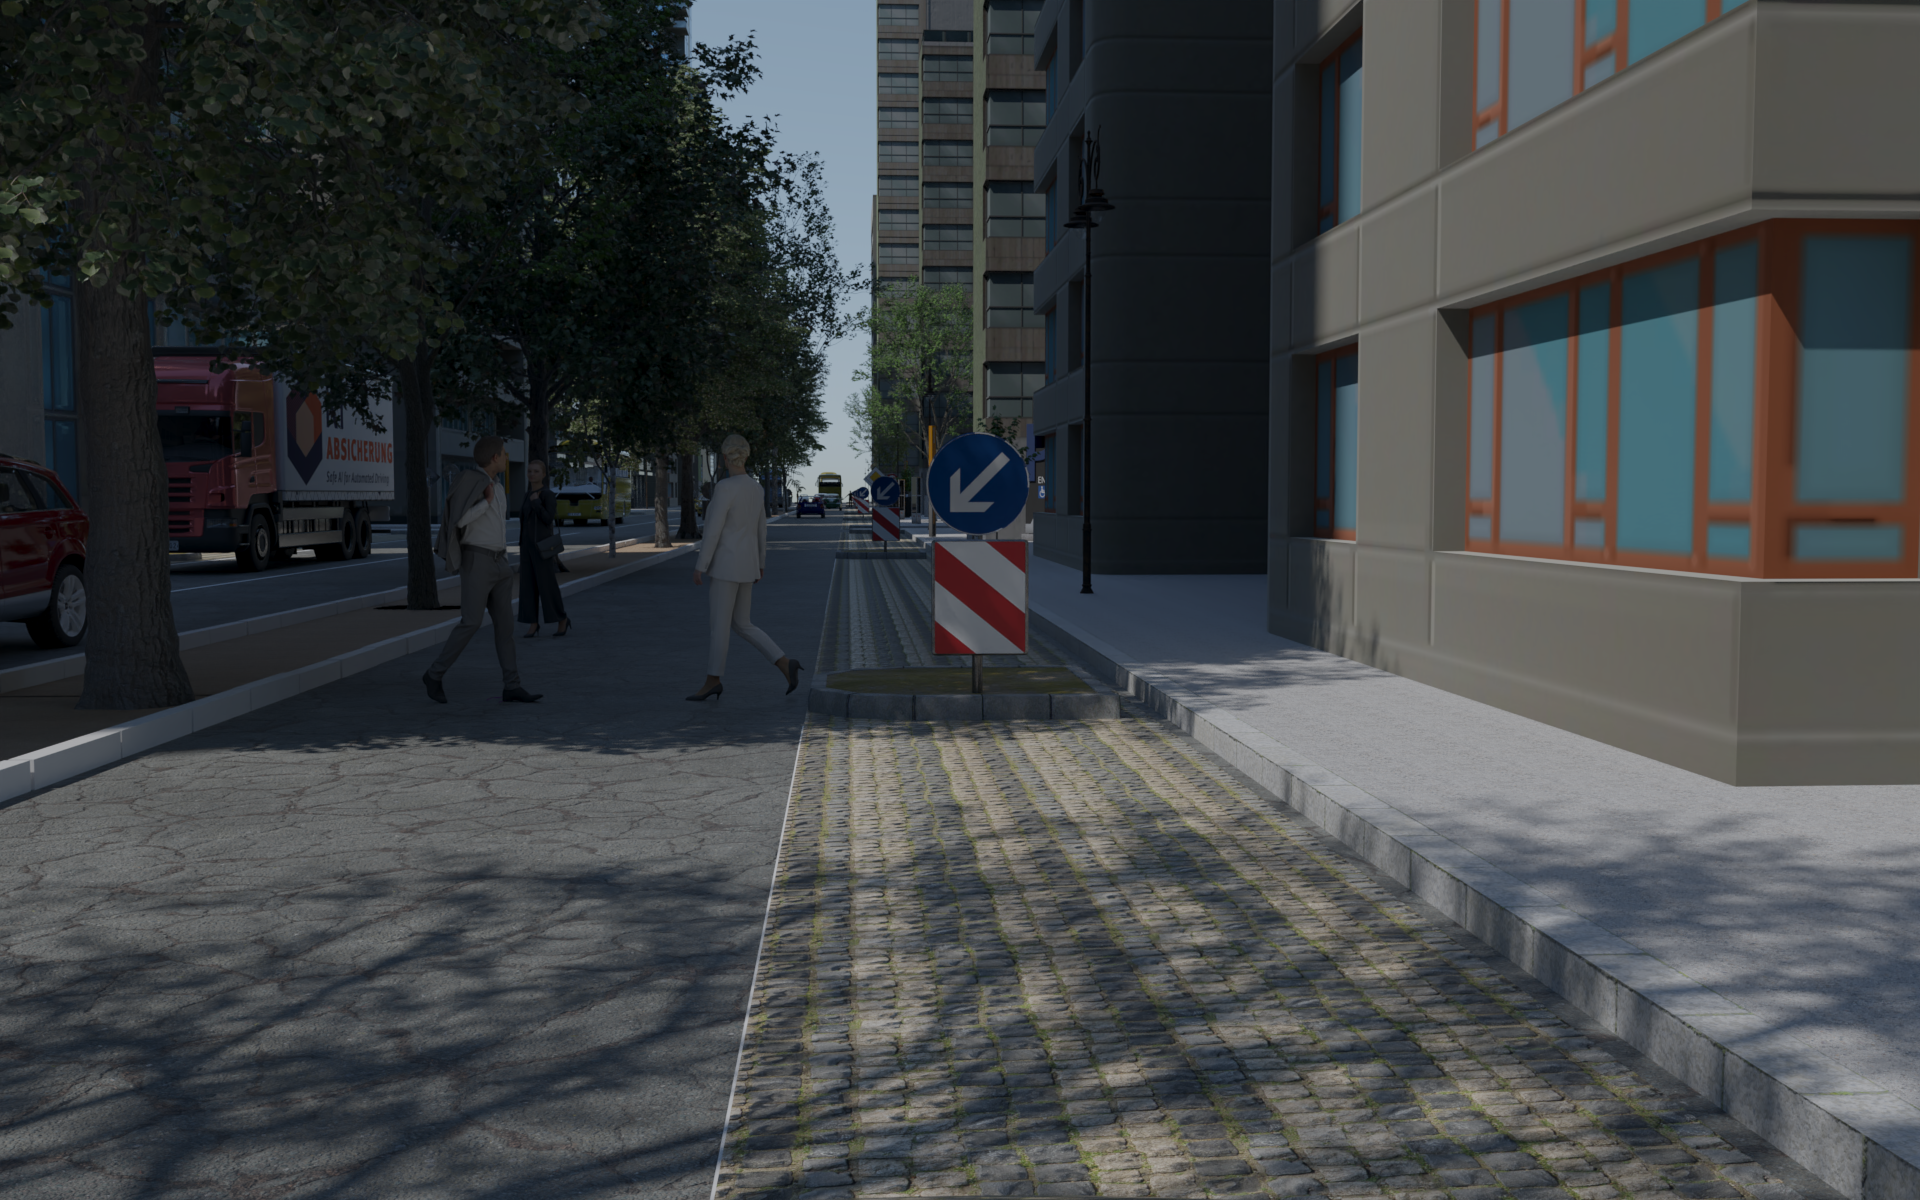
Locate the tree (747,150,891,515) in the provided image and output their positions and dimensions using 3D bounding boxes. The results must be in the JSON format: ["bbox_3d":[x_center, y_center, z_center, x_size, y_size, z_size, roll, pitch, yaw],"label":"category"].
[{"bbox_3d":[-10.323,-14.431,94.294,12.611,20.169,13.585,0,3,0],"label":"tree"}]

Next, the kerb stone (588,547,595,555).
[{"bbox_3d":[-8.728,-1.111,40.454,0.120,0.150,1.000,0,4,-4],"label":"kerb stone"}]

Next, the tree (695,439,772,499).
[{"bbox_3d":[-8.839,-6.672,61.901,4.360,8.622,3.978,0,3,0],"label":"tree"}]

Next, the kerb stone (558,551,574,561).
[{"bbox_3d":[-8.524,-0.928,37.383,0.120,0.150,1.000,0,4,-4],"label":"kerb stone"}]

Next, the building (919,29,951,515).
[{"bbox_3d":[4.282,-20.826,112.207,14.160,30.474,14.107,0,4,-4],"label":"building"}]

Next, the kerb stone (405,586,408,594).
[{"bbox_3d":[-7.665,-0.116,24.086,0.120,0.150,1.000,0,4,-4],"label":"kerb stone"}]

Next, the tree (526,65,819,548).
[{"bbox_3d":[-7.767,-7.623,45.221,7.486,12.596,7.792,0,3,0],"label":"tree"}]

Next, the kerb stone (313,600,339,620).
[{"bbox_3d":[-7.407,0.138,19.998,0.120,0.150,1.000,0,4,-4],"label":"kerb stone"}]

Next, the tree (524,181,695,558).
[{"bbox_3d":[-7.805,-5.246,38.595,4.737,8.622,4.395,0,3,0],"label":"tree"}]

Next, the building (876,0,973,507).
[{"bbox_3d":[0.398,-27.757,137.414,14.154,41.232,14.086,0,4,-4],"label":"building"}]

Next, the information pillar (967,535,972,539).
[{"bbox_3d":[0.367,-2.465,44.787,0.304,2.012,0.304,2,4,28],"label":"information pillar"}]

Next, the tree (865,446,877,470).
[{"bbox_3d":[-10.823,-17.356,234.131,4.360,8.622,3.978,0,3,0],"label":"tree"}]

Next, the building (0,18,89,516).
[{"bbox_3d":[-36.699,-26.181,47.663,30.456,49.044,23.786,0,4,-4],"label":"building"}]

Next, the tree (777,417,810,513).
[{"bbox_3d":[-14.433,-11.709,144.258,4.360,8.622,3.978,0,3,0],"label":"tree"}]

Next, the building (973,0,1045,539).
[{"bbox_3d":[7.280,-17.351,55.390,14.160,30.474,14.107,0,4,-4],"label":"building"}]

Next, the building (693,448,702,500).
[{"bbox_3d":[-39.310,-32.285,211.448,14.154,41.232,14.086,0,4,-4],"label":"building"}]

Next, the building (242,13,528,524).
[{"bbox_3d":[-33.393,-28.002,81.534,21.300,48.544,21.600,0,4,-4],"label":"building"}]

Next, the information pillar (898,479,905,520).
[{"bbox_3d":[-2.939,-5.046,86.996,0.304,2.012,0.304,0,4,-6],"label":"information pillar"}]

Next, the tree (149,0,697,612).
[{"bbox_3d":[-6.759,-5.686,21.182,9.928,11.665,9.643,0,3,0],"label":"tree"}]

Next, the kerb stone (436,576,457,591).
[{"bbox_3d":[-7.796,-0.238,26.132,0.120,0.150,1.000,0,4,-4],"label":"kerb stone"}]

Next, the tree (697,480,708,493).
[{"bbox_3d":[-30.558,-13.049,207.960,1.663,3.219,1.824,0,3,0],"label":"tree"}]

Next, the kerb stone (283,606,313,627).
[{"bbox_3d":[-7.335,0.198,18.979,0.120,0.150,1.000,0,4,-4],"label":"kerb stone"}]

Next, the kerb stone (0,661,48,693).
[{"bbox_3d":[-6.935,0.572,12.848,0.120,0.150,1.000,0,4,-4],"label":"kerb stone"}]

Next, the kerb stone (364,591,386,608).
[{"bbox_3d":[-7.529,0.014,22.041,0.120,0.150,1.000,0,4,-4],"label":"kerb stone"}]

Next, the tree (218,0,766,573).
[{"bbox_3d":[-7.606,-6.820,30.967,9.611,12.733,9.660,0,3,0],"label":"tree"}]

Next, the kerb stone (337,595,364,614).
[{"bbox_3d":[-7.464,0.072,21.019,0.120,0.150,1.000,0,4,-4],"label":"kerb stone"}]

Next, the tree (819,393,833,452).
[{"bbox_3d":[-11.568,-11.255,104.596,7.486,12.596,7.792,0,3,0],"label":"tree"}]

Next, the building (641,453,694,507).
[{"bbox_3d":[-44.450,-21.112,190.221,27.650,21.520,28.899,0,4,-4],"label":"building"}]

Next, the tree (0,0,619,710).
[{"bbox_3d":[-5.544,-6.244,11.195,9.857,13.997,8.962,0,3,0],"label":"tree"}]

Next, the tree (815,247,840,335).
[{"bbox_3d":[-8.644,-8.271,54.702,9.611,12.733,9.660,0,3,0],"label":"tree"}]

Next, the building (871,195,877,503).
[{"bbox_3d":[-2.799,-39.264,265.662,21.300,48.544,21.600,0,4,-4],"label":"building"}]

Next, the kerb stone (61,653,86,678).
[{"bbox_3d":[-7.010,0.509,13.874,0.120,0.150,1.000,0,4,-4],"label":"kerb stone"}]

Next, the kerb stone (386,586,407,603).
[{"bbox_3d":[-7.591,-0.045,23.067,0.120,0.150,1.000,0,4,-4],"label":"kerb stone"}]

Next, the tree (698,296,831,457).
[{"bbox_3d":[-10.522,-8.939,83.021,8.767,10.594,7.601,0,4,-4],"label":"tree"}]

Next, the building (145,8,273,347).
[{"bbox_3d":[-37.032,-30.319,115.319,23.786,49.044,30.456,0,4,-4],"label":"building"}]

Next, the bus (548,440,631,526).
[{"bbox_3d":[-17.173,-5.443,80.539,2.896,3.916,12.252,0,4,-5],"label":"bus"}]

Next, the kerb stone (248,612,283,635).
[{"bbox_3d":[-7.268,0.259,17.958,0.120,0.150,1.000,0,4,-4],"label":"kerb stone"}]

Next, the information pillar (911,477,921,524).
[{"bbox_3d":[-1.882,-4.287,74.579,0.304,2.012,0.304,3,5,39],"label":"information pillar"}]

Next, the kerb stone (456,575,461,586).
[{"bbox_3d":[-7.864,-0.303,27.152,0.120,0.150,1.000,0,4,-4],"label":"kerb stone"}]

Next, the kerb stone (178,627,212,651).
[{"bbox_3d":[-7.139,0.384,15.914,0.120,0.150,1.000,0,4,-4],"label":"kerb stone"}]

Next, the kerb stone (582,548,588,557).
[{"bbox_3d":[-8.659,-1.052,39.429,0.120,0.150,1.000,0,4,-4],"label":"kerb stone"}]

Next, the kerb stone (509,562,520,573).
[{"bbox_3d":[-8.195,-0.616,32.263,0.120,0.150,1.000,0,4,-4],"label":"kerb stone"}]

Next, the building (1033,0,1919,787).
[{"bbox_3d":[16.262,-10.836,22.212,27.650,21.520,28.899,0,4,-4],"label":"building"}]

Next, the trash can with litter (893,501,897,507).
[{"bbox_3d":[-4.462,-6.897,124.150,0.624,1.170,1.055,-2,4,-24],"label":"trash can with litter"}]

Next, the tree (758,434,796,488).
[{"bbox_3d":[-13.461,-10.542,125.181,4.737,8.622,4.395,0,3,0],"label":"tree"}]

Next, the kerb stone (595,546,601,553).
[{"bbox_3d":[-8.795,-1.179,41.473,0.120,0.150,1.000,0,4,-4],"label":"kerb stone"}]

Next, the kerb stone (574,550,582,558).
[{"bbox_3d":[-8.587,-0.992,38.409,0.120,0.150,1.000,0,4,-4],"label":"kerb stone"}]

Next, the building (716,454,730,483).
[{"bbox_3d":[-49.399,-26.344,275.763,27.650,21.520,28.899,0,4,-4],"label":"building"}]

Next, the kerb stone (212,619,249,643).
[{"bbox_3d":[-7.208,0.324,16.934,0.120,0.150,1.000,0,4,-4],"label":"kerb stone"}]

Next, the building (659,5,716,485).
[{"bbox_3d":[-45.400,-56.908,243.111,22.319,86.520,31.000,0,4,-4],"label":"building"}]

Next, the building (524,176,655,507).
[{"bbox_3d":[-40.668,-32.974,158.736,23.786,49.044,30.456,0,4,-4],"label":"building"}]

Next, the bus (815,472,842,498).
[{"bbox_3d":[-14.588,-12.309,192.798,2.896,3.916,12.252,0,4,-5],"label":"bus"}]
